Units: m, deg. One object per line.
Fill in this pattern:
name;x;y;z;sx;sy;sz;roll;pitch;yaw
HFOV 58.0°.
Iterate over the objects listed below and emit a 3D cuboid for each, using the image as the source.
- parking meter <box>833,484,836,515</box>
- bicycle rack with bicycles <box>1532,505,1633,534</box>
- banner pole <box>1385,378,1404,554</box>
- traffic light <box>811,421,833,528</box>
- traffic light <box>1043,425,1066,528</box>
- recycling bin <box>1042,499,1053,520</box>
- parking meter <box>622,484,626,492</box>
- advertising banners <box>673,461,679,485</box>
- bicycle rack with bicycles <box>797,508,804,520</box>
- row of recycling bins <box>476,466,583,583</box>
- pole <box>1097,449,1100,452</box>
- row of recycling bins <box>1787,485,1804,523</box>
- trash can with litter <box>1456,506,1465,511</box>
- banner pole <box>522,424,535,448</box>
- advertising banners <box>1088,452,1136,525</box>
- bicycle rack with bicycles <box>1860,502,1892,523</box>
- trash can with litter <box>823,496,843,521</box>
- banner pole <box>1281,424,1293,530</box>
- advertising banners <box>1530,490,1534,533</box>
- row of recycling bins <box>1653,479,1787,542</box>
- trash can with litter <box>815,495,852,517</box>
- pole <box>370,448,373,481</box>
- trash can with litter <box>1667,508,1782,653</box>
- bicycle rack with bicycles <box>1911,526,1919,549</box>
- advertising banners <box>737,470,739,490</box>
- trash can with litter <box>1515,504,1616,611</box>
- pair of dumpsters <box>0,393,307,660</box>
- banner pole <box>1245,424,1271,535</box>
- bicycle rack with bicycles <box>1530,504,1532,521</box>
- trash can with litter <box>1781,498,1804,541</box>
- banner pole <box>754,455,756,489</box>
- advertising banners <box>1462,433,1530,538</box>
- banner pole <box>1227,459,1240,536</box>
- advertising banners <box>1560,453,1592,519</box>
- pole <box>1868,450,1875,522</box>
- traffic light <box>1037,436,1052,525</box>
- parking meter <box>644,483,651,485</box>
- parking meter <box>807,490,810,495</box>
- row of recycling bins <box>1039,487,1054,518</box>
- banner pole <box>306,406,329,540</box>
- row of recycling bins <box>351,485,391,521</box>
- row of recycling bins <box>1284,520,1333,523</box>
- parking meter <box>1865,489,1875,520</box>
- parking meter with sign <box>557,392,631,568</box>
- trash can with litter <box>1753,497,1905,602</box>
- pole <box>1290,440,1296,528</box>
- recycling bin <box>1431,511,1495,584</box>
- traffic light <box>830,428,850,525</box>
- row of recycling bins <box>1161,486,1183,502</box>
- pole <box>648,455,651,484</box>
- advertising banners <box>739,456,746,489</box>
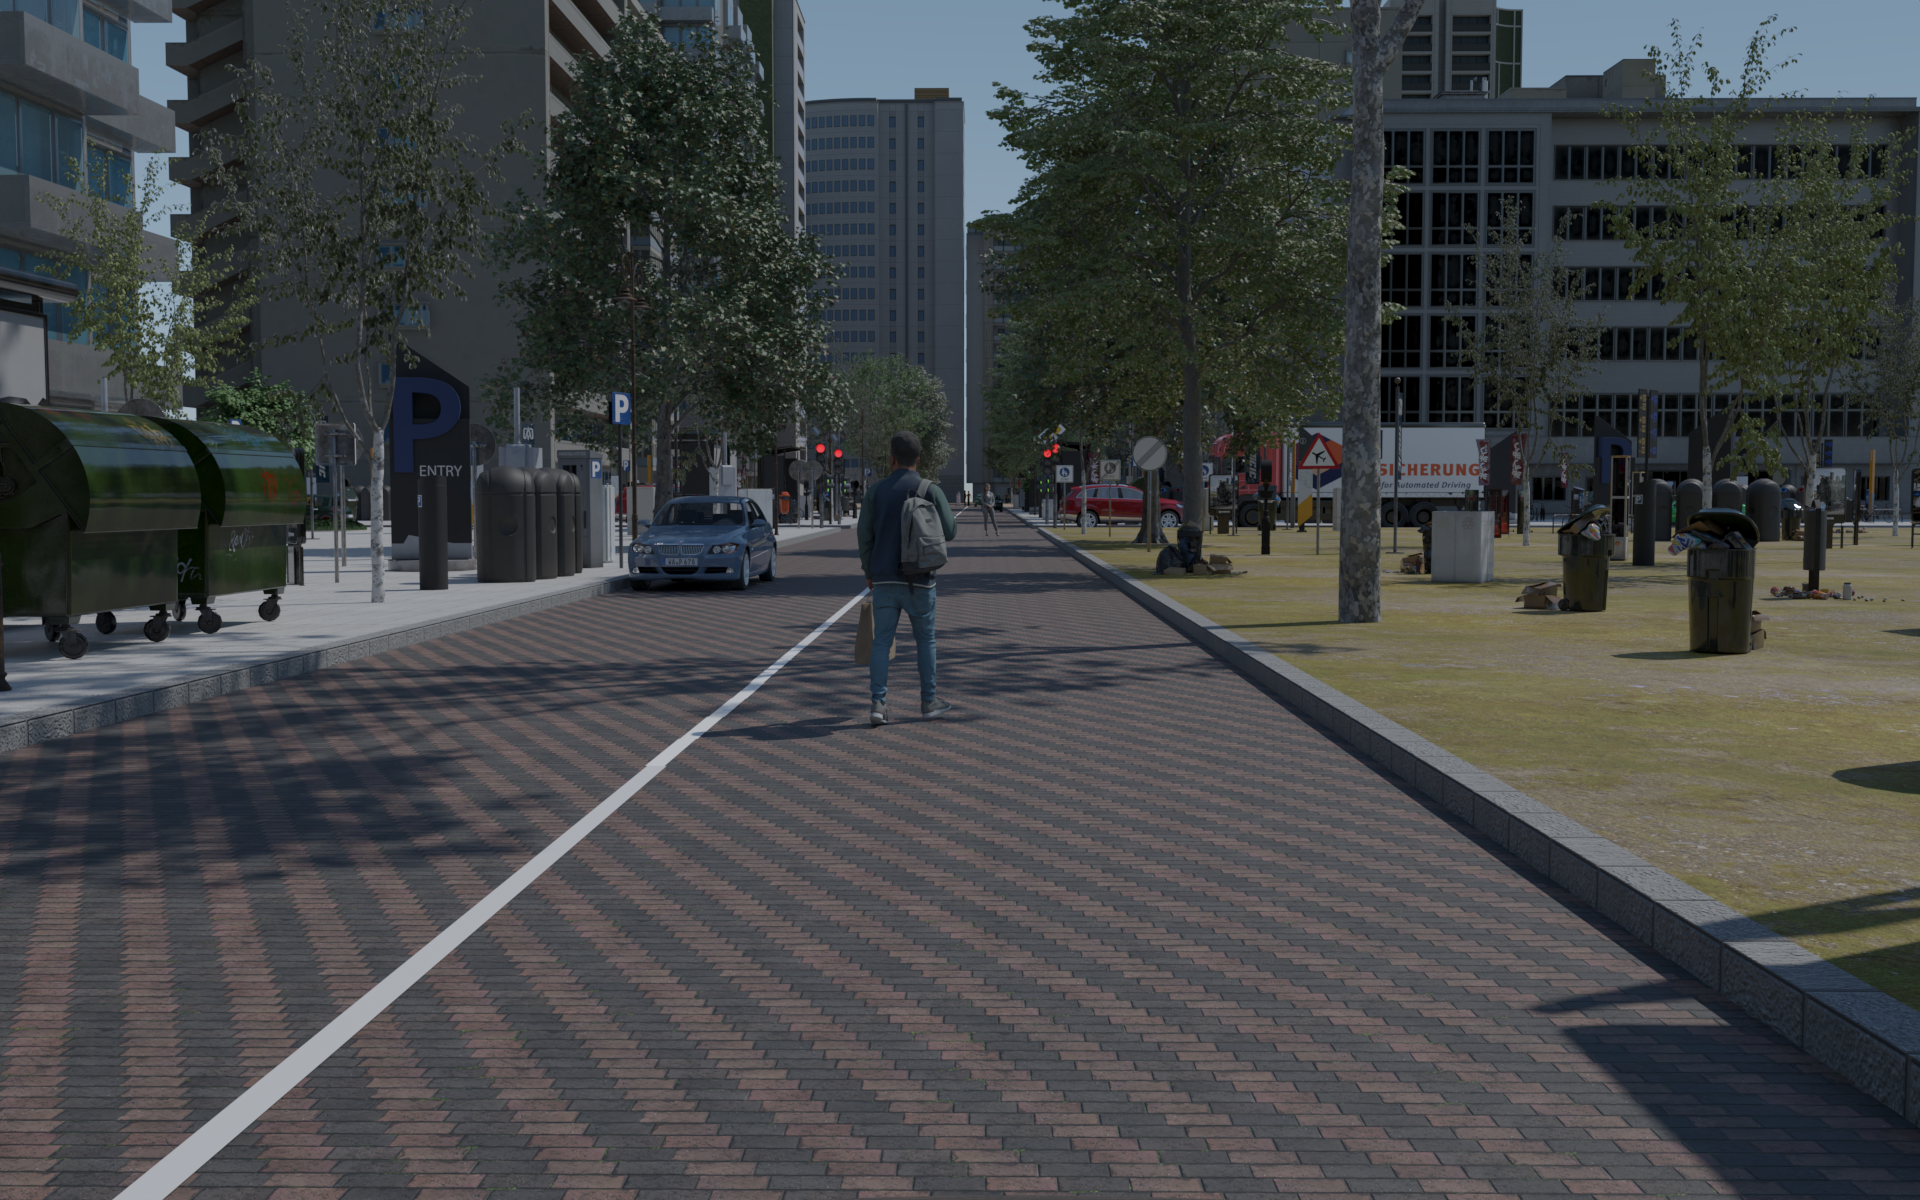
parking meter;-7.379;-5.838;101.170;0.255;1.863;0.399;-3;4;-37
bicycle rack with bicycles;20.626;-2.602;55.917;2.925;0.926;2.852;-3;5;-41
banner pole;9.492;-2.905;37.512;0.401;3.779;0.863;2;4;24
traffic light;-5.172;-4.643;64.831;0.839;4.253;0.868;0;4;1
traffic light;3.539;-4.637;64.735;0.839;4.253;0.868;0;4;1
recycling bin;4.432;-4.460;85.471;0.722;1.027;0.722;0;4;-3
parking meter;-19.599;-5.859;101.506;0.255;1.863;0.399;1;4;19
advertising banners;-14.314;-5.883;92.368;2.074;3.025;0.090;1;4;14
bicycle rack with bicycles;-9.159;-4.234;82.600;2.925;0.926;2.852;1;4;12
row of recycling bins;-6.550;-1.196;26.665;1.069;1.692;3.534;0;4;2
pole;6.168;-5.137;77.832;0.158;3.312;0.155;0;3;0
row of recycling bins;37.018;-4.257;76.721;1.069;1.692;3.534;-3;4;-37
trash can with litter;40.644;-7.897;140.496;0.624;1.170;1.055;2;4;29
banner pole;-13.604;-3.921;54.132;0.401;3.779;0.863;3;5;41
advertising banners;6.351;-4.633;71.939;2.074;3.025;0.090;0;4;5
bicycle rack with bicycles;40.510;-3.919;77.464;2.925;0.926;2.852;-1;4;-21
trash can with litter;-6.073;-4.345;82.431;1.055;1.170;0.624;1;4;16
banner pole;11.808;-4.407;62.063;0.401;3.779;0.863;2;4;26
advertising banners;17.363;-3.614;55.274;2.074;3.025;0.090;-1;4;-14
row of recycling bins;20.440;-2.453;47.213;3.534;1.692;1.069;1;4;16
trash can with litter;-7.788;-5.869;107.019;2.233;1.210;1.678;0;4;2
pole;-25.868;-5.049;76.395;0.158;3.312;0.155;0;3;0
trash can with litter;6.258;-0.173;14.221;0.624;1.170;1.055;3;4;37
bicycle rack with bicycles;23.601;-1.650;40.352;2.852;0.926;2.925;-1;4;-15
advertising banners;-16.671;-7.885;125.108;2.074;3.025;0.090;-1;4;-20
trash can with litter;6.662;-0.473;19.126;0.624;1.170;1.055;-3;5;-44
pair of dumpsters;-7.385;-0.787;15.366;1.574;2.255;4.437;0;4;1
banner pole;9.264;-3.907;53.895;0.863;3.779;0.401;2;4;25
bicycle rack with bicycles;26.855;-4.257;82.988;2.852;0.926;2.925;1;4;18
trash can with litter;22.978;-2.209;47.506;0.624;1.170;1.055;0;4;-6
banner pole;-10.484;-6.139;90.396;0.863;3.779;0.401;0;4;-1
advertising banners;15.591;-3.326;50.574;0.090;3.025;2.074;-3;5;-41
banner pole;8.286;-3.826;52.576;0.401;3.779;0.863;1;4;17
advertising banners;25.863;-4.680;72.711;0.090;3.025;2.074;-1;4;-21
pole;41.907;-5.245;79.605;0.158;3.312;0.155;0;3;0
traffic light;3.643;-5.125;72.719;0.839;4.253;0.868;0;4;1
parking meter;-16.006;-5.089;88.911;0.255;1.863;0.399;-2;4;-32
parking meter;-8.906;-5.735;102.175;0.372;1.533;0.369;0;3;0
row of recycling bins;4.846;-5.327;94.208;1.069;1.692;3.534;0;4;6
banner pole;-18.106;-3.597;48.827;0.863;3.779;0.401;1;4;20
row of recycling bins;-28.713;-4.689;83.786;3.534;1.692;1.069;2;4;33
row of recycling bins;15.962;-4.226;76.201;3.534;1.692;1.069;2;4;31
parking meter;43.917;-4.599;83.602;0.372;1.533;0.369;0;3;0
parking meter with sign;-6.609;-2.073;30.152;1.738;3.016;0.543;2;4;23
trash can with litter;10.799;-0.654;21.744;1.678;1.210;2.233;1;4;20
pole;12.549;-4.368;65.255;0.158;3.312;0.155;0;3;0
recycling bin;7.333;-0.777;25.254;0.722;1.027;0.722;2;4;33
traffic light;-5.068;-5.131;72.816;0.839;4.253;0.868;0;4;1
row of recycling bins;10.684;-5.000;88.866;3.534;1.692;1.069;3;5;44
pole;-16.260;-5.923;90.687;0.158;3.312;0.155;0;3;0
advertising banners;-7.477;-4.005;61.672;0.090;3.025;2.074;-1;4;-21
